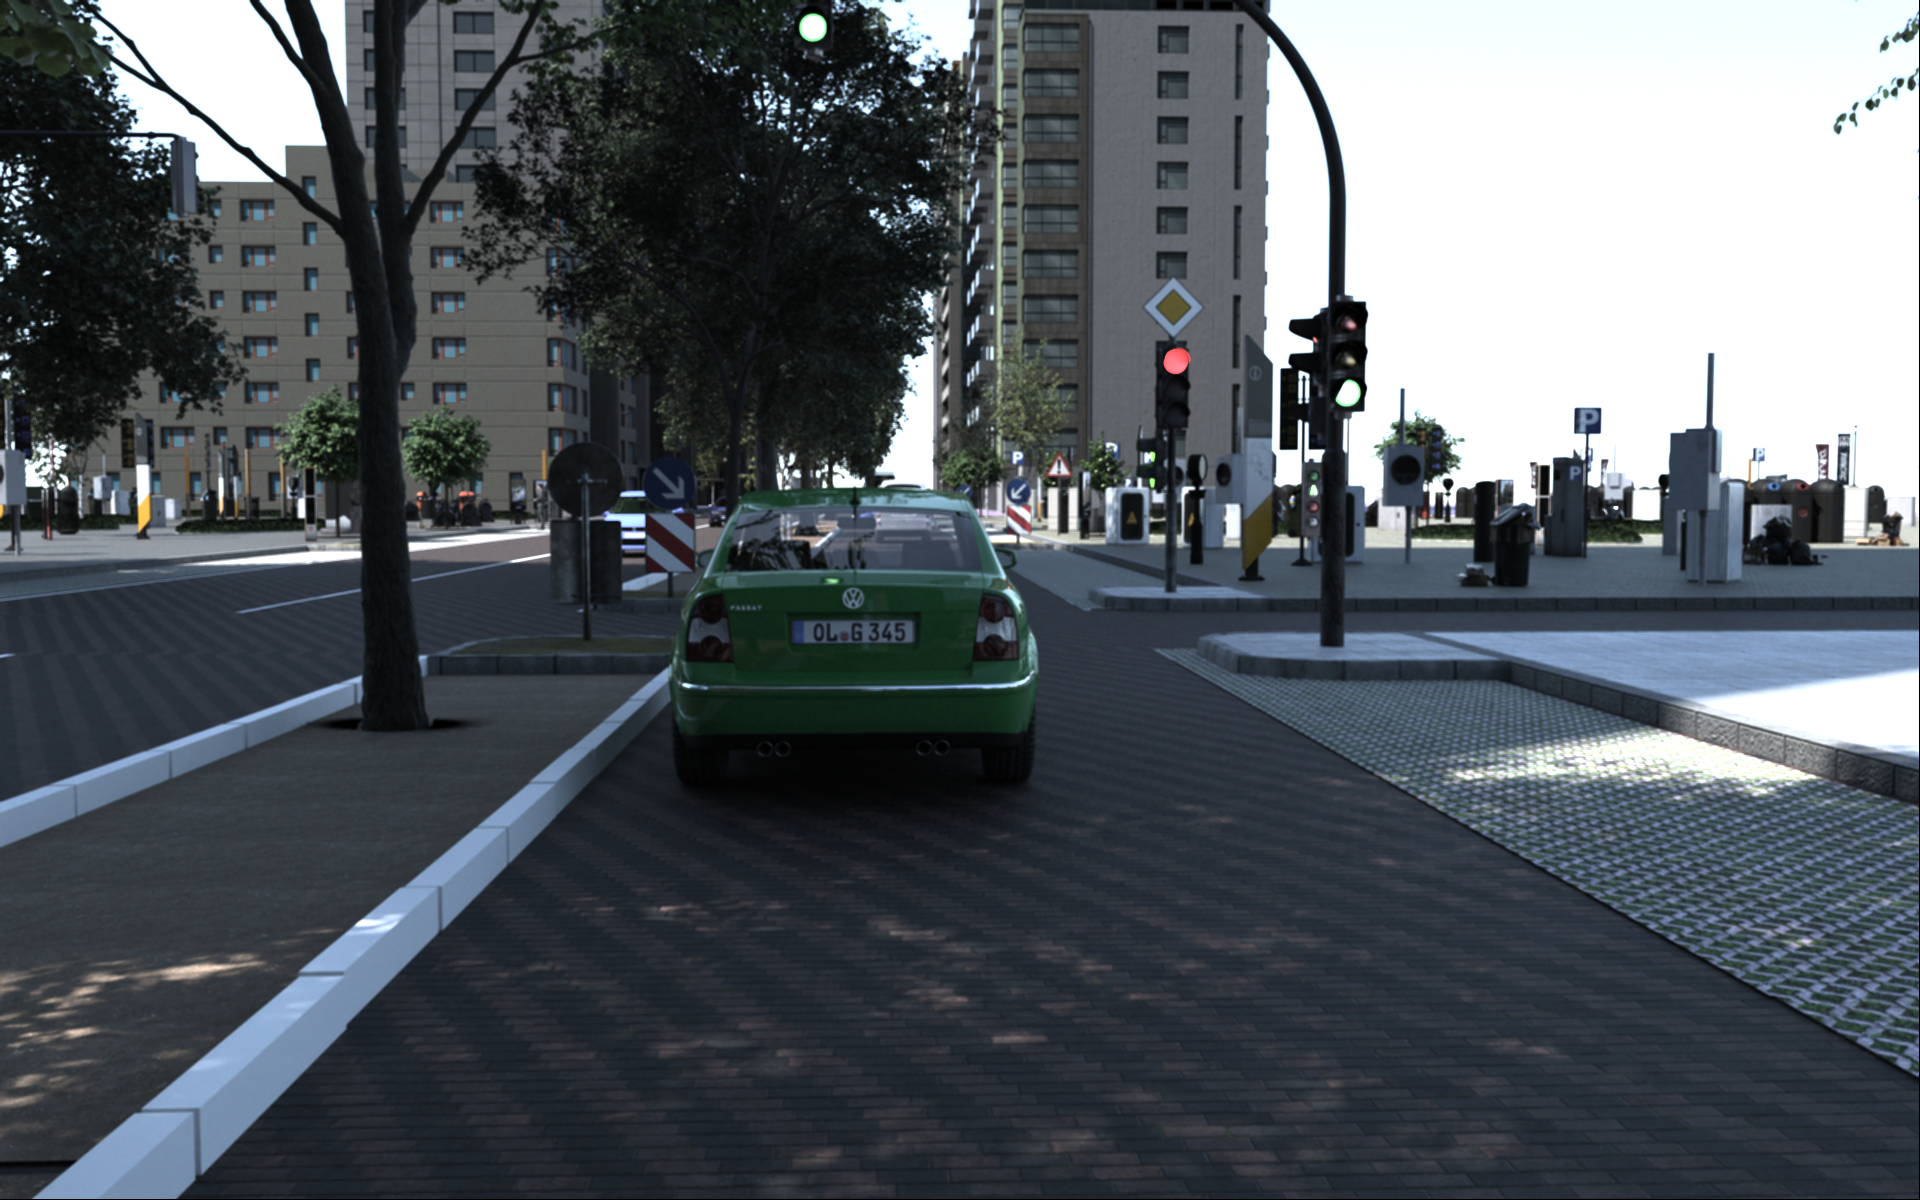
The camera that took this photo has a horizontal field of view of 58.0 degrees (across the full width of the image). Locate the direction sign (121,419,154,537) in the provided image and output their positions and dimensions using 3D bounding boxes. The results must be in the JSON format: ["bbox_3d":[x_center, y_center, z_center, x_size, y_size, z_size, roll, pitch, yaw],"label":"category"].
[{"bbox_3d":[-24.787,-3.686,52.264,0.876,3.537,0.379,-2,4,-26],"label":"direction sign"}]

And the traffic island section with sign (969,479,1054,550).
[{"bbox_3d":[1.362,-2.244,45.319,1.989,1.847,2.006,0,4,-3],"label":"traffic island section with sign"}]

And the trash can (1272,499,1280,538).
[{"bbox_3d":[8.986,-2.386,50.667,0.748,1.137,0.748,0,3,0],"label":"trash can"}]

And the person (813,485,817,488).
[{"bbox_3d":[-6.557,-4.266,78.259,0.555,1.821,0.388,-1,4,-22],"label":"person"}]

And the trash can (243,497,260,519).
[{"bbox_3d":[-32.739,-4.186,80.094,0.748,1.137,0.748,0,3,0],"label":"trash can"}]

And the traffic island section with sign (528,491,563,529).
[{"bbox_3d":[-16.577,-3.825,71.173,1.989,1.847,2.006,0,4,-3],"label":"traffic island section with sign"}]

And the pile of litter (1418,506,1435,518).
[{"bbox_3d":[25.294,-4.903,94.134,1.176,0.858,1.719,1,4,14],"label":"pile of litter"}]

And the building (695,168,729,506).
[{"bbox_3d":[-37.346,-33.104,195.867,22.147,44.769,28.867,0,4,-3],"label":"building"}]

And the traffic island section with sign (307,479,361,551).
[{"bbox_3d":[-15.269,-2.159,43.927,1.989,1.847,2.006,0,4,-3],"label":"traffic island section with sign"}]

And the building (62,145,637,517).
[{"bbox_3d":[-36.644,-16.235,110.479,27.650,21.520,28.899,0,4,-3],"label":"building"}]

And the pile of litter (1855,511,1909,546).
[{"bbox_3d":[23.059,-1.795,43.312,1.176,0.858,1.719,1,4,20],"label":"pile of litter"}]

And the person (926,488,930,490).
[{"bbox_3d":[-1.378,-4.199,77.988,0.563,1.720,0.643,-3,5,-44],"label":"person"}]

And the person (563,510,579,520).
[{"bbox_3d":[-9.698,-2.123,43.401,0.537,1.800,0.526,-2,4,-27],"label":"person"}]

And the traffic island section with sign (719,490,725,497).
[{"bbox_3d":[-20.283,-8.559,148.569,1.989,1.847,2.006,0,4,-3],"label":"traffic island section with sign"}]

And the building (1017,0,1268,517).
[{"bbox_3d":[10.294,-20.394,105.141,14.160,30.474,14.107,0,4,-3],"label":"building"}]

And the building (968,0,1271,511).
[{"bbox_3d":[12.124,-31.946,141.924,23.786,49.044,30.456,0,4,-3],"label":"building"}]

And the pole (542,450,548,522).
[{"bbox_3d":[-19.346,-5.316,80.755,0.158,3.312,0.155,0,3,0],"label":"pole"}]

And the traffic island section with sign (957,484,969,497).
[{"bbox_3d":[0.054,-3.891,72.242,1.989,1.847,2.006,0,4,-3],"label":"traffic island section with sign"}]

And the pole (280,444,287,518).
[{"bbox_3d":[-27.621,-4.702,70.725,0.158,3.312,0.155,0,3,0],"label":"pole"}]

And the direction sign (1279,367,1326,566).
[{"bbox_3d":[6.126,-2.382,30.939,0.876,3.537,0.379,2,4,27],"label":"direction sign"}]

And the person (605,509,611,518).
[{"bbox_3d":[-16.485,-4.461,81.613,0.709,1.800,0.728,2,4,33],"label":"person"}]

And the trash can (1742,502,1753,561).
[{"bbox_3d":[14.791,-1.318,33.211,0.748,1.137,0.748,0,3,0],"label":"trash can"}]

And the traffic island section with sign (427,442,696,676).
[{"bbox_3d":[-3.257,-0.395,14.596,2.006,1.907,1.989,0,4,-3],"label":"traffic island section with sign"}]

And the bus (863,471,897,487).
[{"bbox_3d":[-6.528,-8.982,141.720,2.948,3.499,13.247,0,4,-3],"label":"bus"}]

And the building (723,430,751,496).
[{"bbox_3d":[-42.200,-23.295,225.910,27.650,21.520,28.899,0,4,-3],"label":"building"}]

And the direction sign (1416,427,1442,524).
[{"bbox_3d":[15.949,-4.098,58.993,0.876,3.537,0.379,0,4,-7],"label":"direction sign"}]

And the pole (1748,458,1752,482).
[{"bbox_3d":[44.741,-6.381,98.166,0.158,3.312,0.155,0,3,0],"label":"pole"}]

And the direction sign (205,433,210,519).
[{"bbox_3d":[-28.254,-4.471,65.100,0.379,3.537,0.876,-2,4,-32],"label":"direction sign"}]

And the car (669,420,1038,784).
[{"bbox_3d":[-0.594,-0.071,9.961,1.959,1.807,4.718,0,4,-3],"label":"car"}]

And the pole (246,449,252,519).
[{"bbox_3d":[-32.087,-5.155,78.125,0.158,3.312,0.155,0,3,0],"label":"pole"}]

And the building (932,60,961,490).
[{"bbox_3d":[6.604,-42.861,242.770,21.231,58.520,28.212,0,4,-3],"label":"building"}]

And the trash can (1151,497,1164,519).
[{"bbox_3d":[10.252,-4.777,89.756,0.748,1.137,0.748,0,3,0],"label":"trash can"}]

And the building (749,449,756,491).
[{"bbox_3d":[-35.687,-29.136,248.073,14.160,30.474,14.107,0,4,-3],"label":"building"}]

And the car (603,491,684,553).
[{"bbox_3d":[-7.412,-1.895,40.572,1.945,1.707,3.694,0,4,-4],"label":"car"}]

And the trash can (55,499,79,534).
[{"bbox_3d":[-28.458,-2.664,55.214,0.748,1.137,0.748,0,3,0],"label":"trash can"}]

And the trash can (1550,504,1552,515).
[{"bbox_3d":[23.724,-3.487,68.660,0.748,1.137,0.748,0,3,0],"label":"trash can"}]

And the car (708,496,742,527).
[{"bbox_3d":[-10.044,-3.896,76.280,1.945,1.354,3.894,0,4,-2],"label":"car"}]

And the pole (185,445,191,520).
[{"bbox_3d":[-31.991,-4.765,71.749,0.158,3.312,0.155,0,3,0],"label":"pole"}]

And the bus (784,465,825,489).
[{"bbox_3d":[-11.625,-8.495,130.447,2.896,3.916,12.252,0,4,-4],"label":"bus"}]

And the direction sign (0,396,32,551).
[{"bbox_3d":[-21.465,-2.886,39.175,0.876,3.537,0.379,-3,5,-42],"label":"direction sign"}]

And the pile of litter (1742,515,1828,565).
[{"bbox_3d":[14.902,-1.086,31.721,1.719,0.858,1.176,2,4,31],"label":"pile of litter"}]

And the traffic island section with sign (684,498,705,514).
[{"bbox_3d":[-18.996,-6.912,121.645,1.989,1.847,2.006,0,4,-3],"label":"traffic island section with sign"}]

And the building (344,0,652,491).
[{"bbox_3d":[-34.198,-42.562,134.139,20.563,71.187,20.611,0,4,-3],"label":"building"}]

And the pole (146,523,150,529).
[{"bbox_3d":[-30.085,-4.288,63.959,0.158,3.312,0.155,0,3,0],"label":"pole"}]

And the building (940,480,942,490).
[{"bbox_3d":[13.773,-32.153,217.588,32.217,40.220,23.993,0,4,-3],"label":"building"}]

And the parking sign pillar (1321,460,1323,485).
[{"bbox_3d":[20.387,-6.546,95.496,1.447,3.967,1.447,-2,4,-24],"label":"parking sign pillar"}]

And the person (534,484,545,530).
[{"bbox_3d":[-16.717,-3.703,68.852,0.447,1.846,0.655,-1,4,-9],"label":"person"}]

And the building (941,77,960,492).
[{"bbox_3d":[8.971,-34.892,194.183,21.300,48.544,21.600,0,4,-3],"label":"building"}]

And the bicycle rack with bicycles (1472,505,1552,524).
[{"bbox_3d":[17.824,-2.558,55.205,2.925,0.926,2.852,1,4,18],"label":"bicycle rack with bicycles"}]

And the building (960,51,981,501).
[{"bbox_3d":[6.919,-29.393,164.168,14.154,41.232,14.086,0,4,-3],"label":"building"}]

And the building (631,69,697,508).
[{"bbox_3d":[-31.241,-28.740,153.495,14.154,41.232,14.086,0,4,-3],"label":"building"}]

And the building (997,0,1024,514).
[{"bbox_3d":[9.447,-26.643,119.202,14.154,41.232,14.086,0,4,-3],"label":"building"}]
